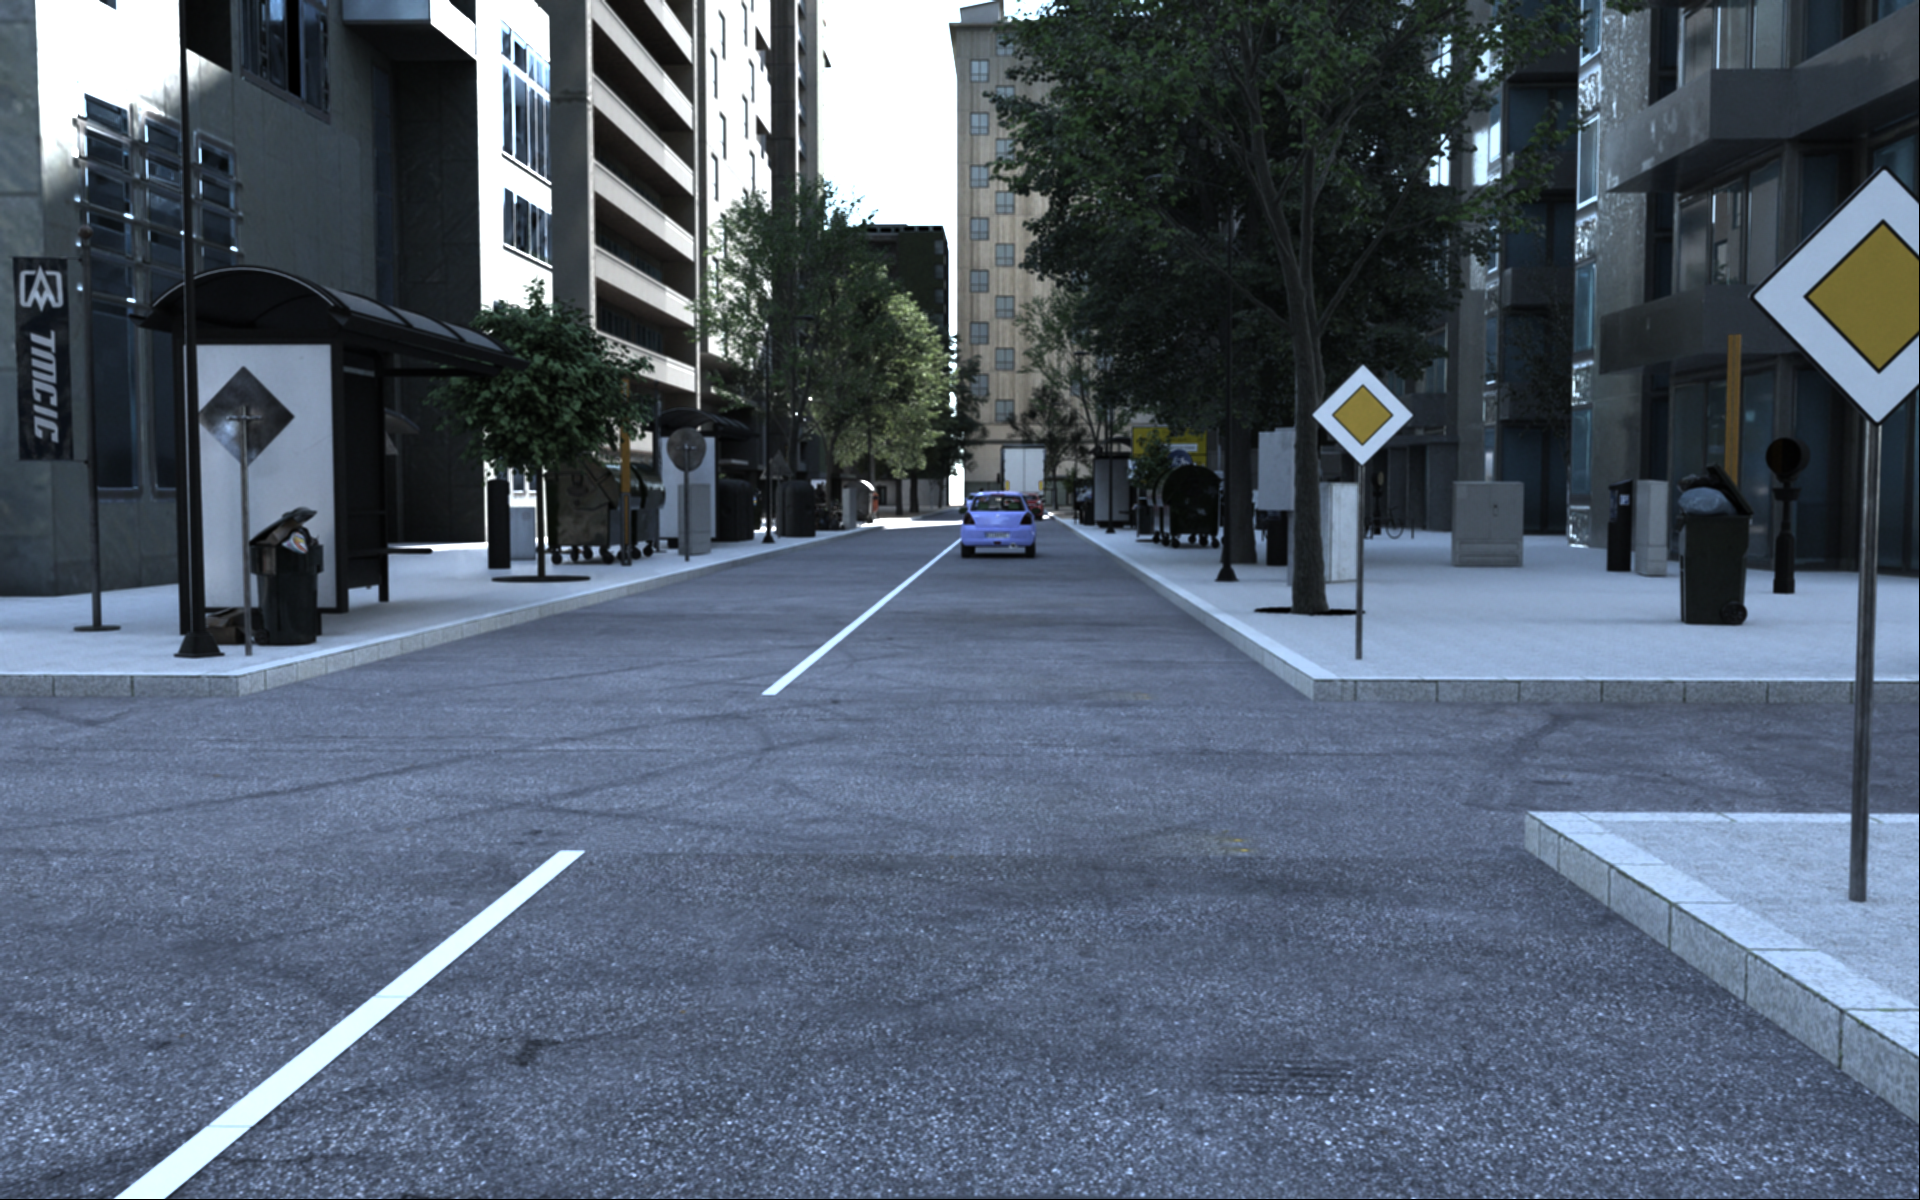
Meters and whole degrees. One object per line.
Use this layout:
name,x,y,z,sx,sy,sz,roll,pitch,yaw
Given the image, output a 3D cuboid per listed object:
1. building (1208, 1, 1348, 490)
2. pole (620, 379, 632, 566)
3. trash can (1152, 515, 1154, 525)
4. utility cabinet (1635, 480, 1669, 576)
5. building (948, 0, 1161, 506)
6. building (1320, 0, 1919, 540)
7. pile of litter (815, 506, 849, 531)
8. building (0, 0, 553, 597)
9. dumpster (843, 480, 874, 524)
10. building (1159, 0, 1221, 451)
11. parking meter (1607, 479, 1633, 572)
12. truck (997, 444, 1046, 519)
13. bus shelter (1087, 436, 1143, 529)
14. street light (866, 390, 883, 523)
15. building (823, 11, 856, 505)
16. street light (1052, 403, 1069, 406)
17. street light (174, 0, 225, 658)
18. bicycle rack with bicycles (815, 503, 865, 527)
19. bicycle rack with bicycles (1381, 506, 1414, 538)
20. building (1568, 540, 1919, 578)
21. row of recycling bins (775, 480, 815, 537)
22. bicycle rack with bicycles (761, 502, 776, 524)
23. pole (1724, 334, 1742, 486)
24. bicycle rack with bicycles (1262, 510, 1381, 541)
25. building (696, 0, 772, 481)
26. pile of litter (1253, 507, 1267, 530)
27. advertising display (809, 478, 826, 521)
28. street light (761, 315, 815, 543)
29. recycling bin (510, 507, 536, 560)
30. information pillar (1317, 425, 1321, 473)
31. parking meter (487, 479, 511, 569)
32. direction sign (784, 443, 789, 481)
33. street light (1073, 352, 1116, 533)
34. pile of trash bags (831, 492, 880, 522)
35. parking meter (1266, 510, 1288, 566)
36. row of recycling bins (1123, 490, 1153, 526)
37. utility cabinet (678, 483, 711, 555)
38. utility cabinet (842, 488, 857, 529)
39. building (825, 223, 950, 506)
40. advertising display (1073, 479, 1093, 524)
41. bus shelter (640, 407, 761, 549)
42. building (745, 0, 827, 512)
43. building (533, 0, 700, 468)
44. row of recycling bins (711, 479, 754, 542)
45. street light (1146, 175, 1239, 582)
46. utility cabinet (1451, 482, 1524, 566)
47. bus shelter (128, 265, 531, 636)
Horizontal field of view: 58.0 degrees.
building,26.518,-43.105,143.024,20.563,71.187,20.611,0,4,2
pole,-5.976,-2.267,30.907,0.158,3.312,0.155,0,3,0
trash can,6.646,-2.943,59.771,0.748,1.137,0.748,0,3,0
utility cabinet,10.924,-1.141,27.334,0.318,1.500,1.173,1,4,13
building,12.966,-36.973,193.749,27.495,52.752,28.713,0,4,2
building,26.706,-27.261,65.330,23.786,49.044,30.456,0,4,2
pile of litter,-4.792,-2.872,60.929,1.719,0.858,1.176,1,4,19
building,-21.942,-44.167,34.810,22.319,86.520,31.000,0,4,2
dumpster,-4.357,-4.180,74.105,1.264,1.857,1.865,0,4,2
building,25.761,-30.517,122.656,21.300,48.544,21.600,0,4,2
parking meter,10.966,-1.246,28.784,0.372,1.533,0.369,0,3,0
truck,3.672,-6.985,103.110,2.839,4.237,11.283,0,4,1
bus shelter,5.772,-4.258,63.545,2.014,3.302,5.546,0,4,2
street light,-3.451,-6.348,76.336,1.470,5.913,1.316,0,4,2
building,-24.272,-30.095,146.677,28.867,44.769,22.147,0,4,2
street light,5.384,-7.090,88.460,1.470,5.913,1.316,0,4,2
street light,-5.480,-2.505,13.504,1.470,5.913,1.316,0,4,2
bicycle rack with bicycles,-5.199,-3.365,68.406,2.925,0.926,2.852,0,4,-2
bicycle rack with bicycles,11.652,-2.256,50.262,2.925,0.926,2.852,-2,4,-34
building,27.578,-25.187,31.410,30.456,49.044,23.786,0,4,2
row of recycling bins,-5.085,-2.800,52.893,1.069,1.692,3.534,-1,4,-12
bicycle rack with bicycles,-7.591,-3.717,74.159,2.852,0.926,2.925,-1,4,-19
pole,9.902,-1.736,22.234,0.158,3.312,0.155,0,3,0
bicycle rack with bicycles,9.367,-2.018,46.378,2.925,0.926,2.852,0,4,-2
building,-26.067,-31.388,102.435,28.713,52.752,27.495,0,4,2
pile of litter,11.086,-2.968,62.486,1.176,0.858,1.719,0,4,7
advertising display,-5.800,-4.063,71.642,0.974,1.923,0.123,-2,4,-33
street light,-4.475,-4.441,45.149,1.470,5.913,1.316,0,4,2
recycling bin,-8.681,-1.302,33.842,0.722,1.027,0.722,-1,4,-17
information pillar,8.438,-3.076,41.641,0.504,3.616,0.183,-1,4,-17
parking meter,-7.941,-1.309,29.820,0.372,1.533,0.369,0,3,0
direction sign,-7.661,-5.215,77.269,0.379,3.537,0.876,1,4,15
street light,4.390,-5.138,56.555,1.470,5.913,1.316,0,4,2
pile of trash bags,-4.814,-4.355,80.963,1.912,1.369,3.447,-3,4,-36
parking meter,5.693,-1.385,31.059,0.372,1.533,0.369,0,3,0
row of recycling bins,7.775,-3.947,71.642,1.069,1.692,3.534,3,4,38
utility cabinet,-5.633,-1.713,36.683,0.318,1.500,1.173,1,4,12
utility cabinet,-4.083,-3.368,63.742,0.318,1.500,1.173,1,4,8
building,-8.240,-25.439,187.625,14.107,30.474,14.160,0,4,2
advertising display,5.260,-4.203,73.928,0.974,1.923,0.123,-2,4,-35
bus shelter,-6.362,-3.010,43.134,2.014,3.302,5.546,0,4,2
building,-17.327,-26.919,123.723,14.154,41.232,14.086,0,4,2
building,-23.222,-27.313,70.266,21.300,48.544,21.600,0,4,2
row of recycling bins,-6.298,-2.501,48.004,1.069,1.692,3.534,0,4,1
street light,3.391,-3.231,25.368,1.470,5.913,1.316,0,4,2
utility cabinet,9.321,-1.341,30.599,1.173,1.500,0.318,0,4,3
bus shelter,-6.249,-1.479,18.106,2.014,3.302,5.546,0,4,2
